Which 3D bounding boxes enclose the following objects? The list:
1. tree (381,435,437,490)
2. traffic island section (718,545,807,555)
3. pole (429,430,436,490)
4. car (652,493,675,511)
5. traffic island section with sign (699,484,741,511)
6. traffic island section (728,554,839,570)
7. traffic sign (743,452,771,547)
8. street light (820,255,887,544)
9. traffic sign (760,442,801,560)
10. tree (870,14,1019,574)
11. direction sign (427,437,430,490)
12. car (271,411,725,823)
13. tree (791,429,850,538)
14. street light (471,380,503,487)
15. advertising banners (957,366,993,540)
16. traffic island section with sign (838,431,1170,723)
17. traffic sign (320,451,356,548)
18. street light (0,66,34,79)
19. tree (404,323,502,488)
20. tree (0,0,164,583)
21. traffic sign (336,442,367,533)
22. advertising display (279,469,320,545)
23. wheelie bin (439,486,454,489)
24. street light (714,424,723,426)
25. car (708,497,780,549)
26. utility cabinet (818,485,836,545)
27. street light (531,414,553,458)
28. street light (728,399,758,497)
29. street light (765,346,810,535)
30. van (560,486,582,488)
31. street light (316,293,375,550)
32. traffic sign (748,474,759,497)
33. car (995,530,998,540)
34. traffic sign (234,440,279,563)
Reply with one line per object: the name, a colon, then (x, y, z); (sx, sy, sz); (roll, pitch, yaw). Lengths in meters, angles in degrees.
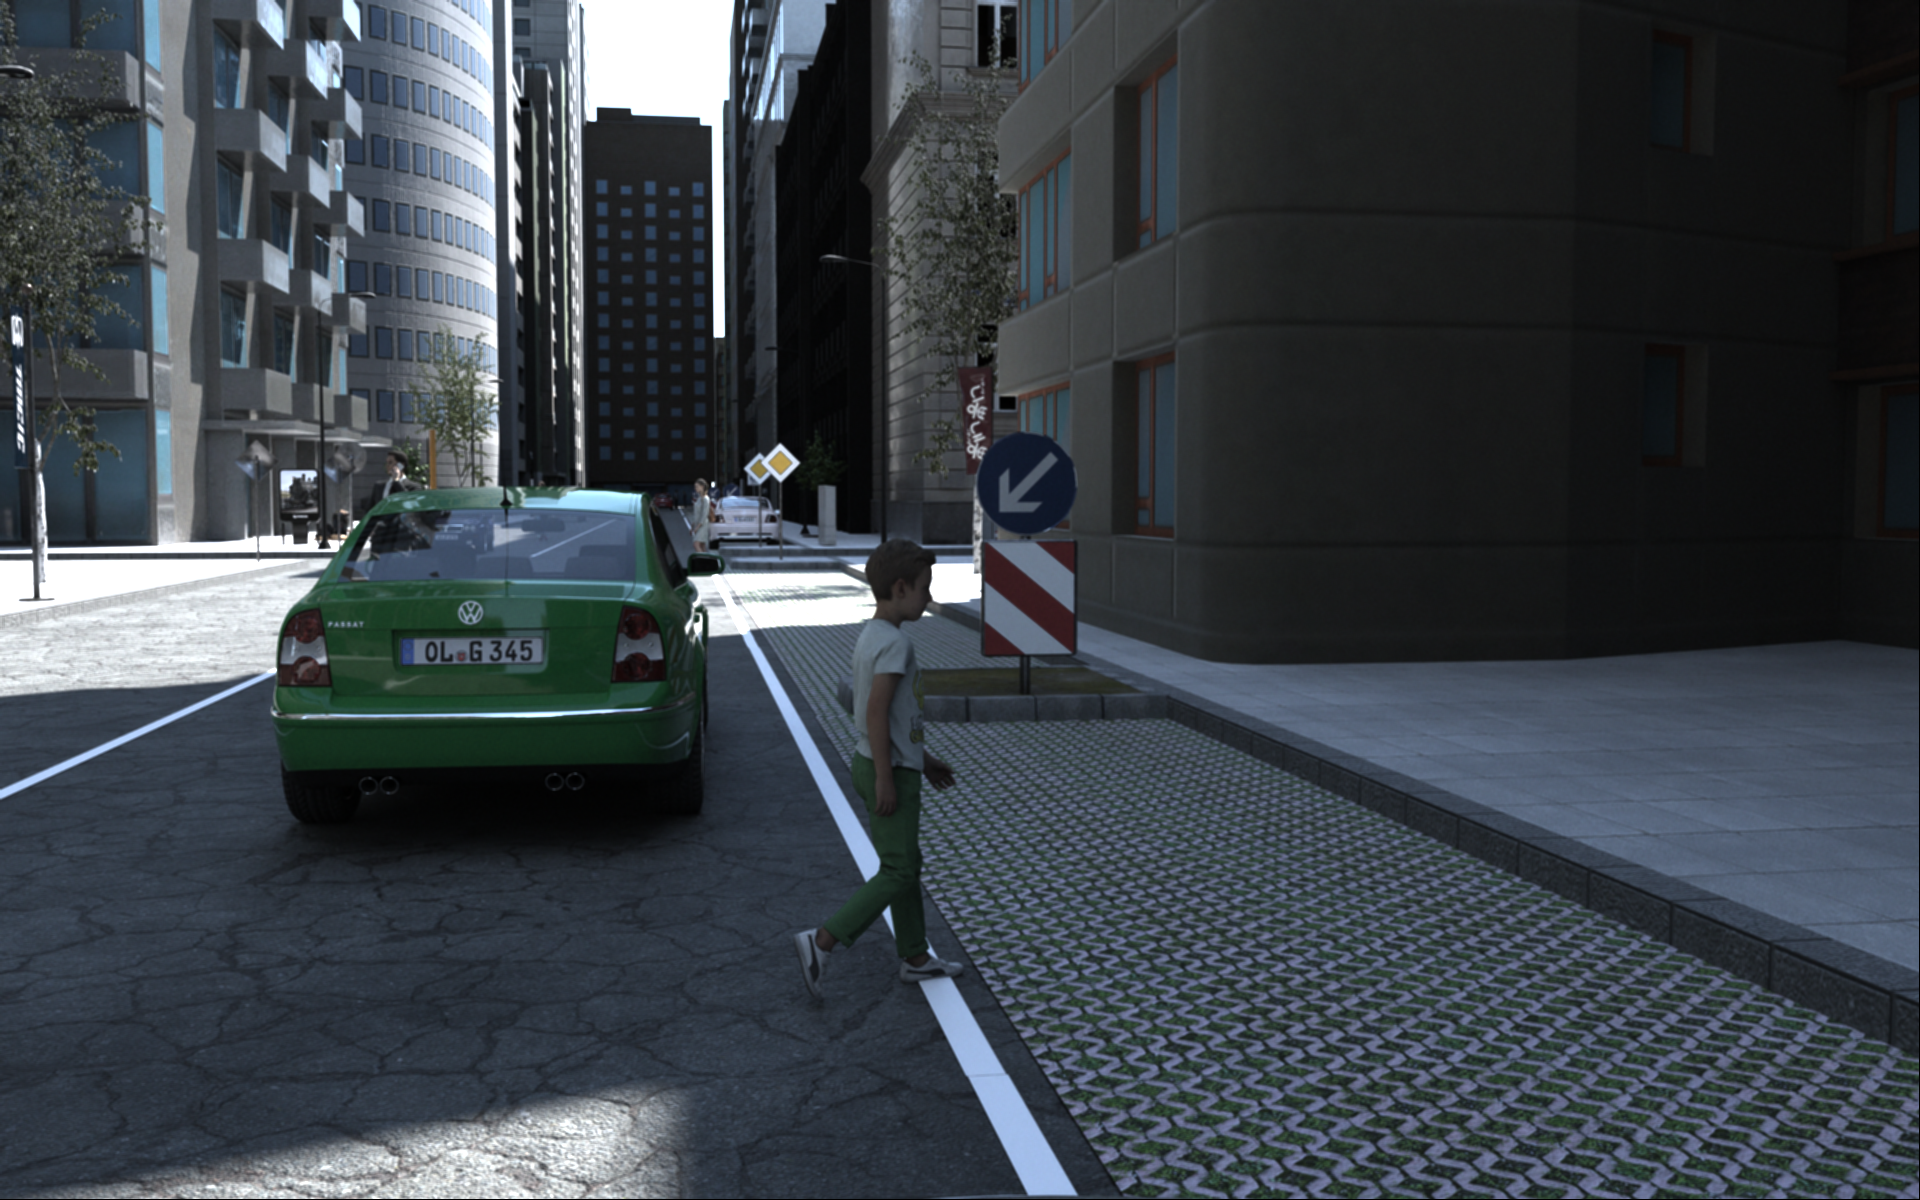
tree: (-18.038, -3.814, 56.958); (1.663, 3.219, 1.824); (0, 3, 0)
traffic island section: (-4.787, -1.189, 41.728); (2.009, 0.180, 2.903); (-1, 4, -9)
pole: (-16.698, -3.734, 54.896); (0.158, 3.312, 0.155); (0, 3, 0)
car: (-26.114, -8.759, 152.255); (2.155, 1.783, 4.494); (-1, 4, -8)
traffic island section with sign: (-8.870, -3.531, 66.358); (1.989, 1.847, 2.006); (-1, 4, -9)
traffic island section: (-3.477, -0.708, 33.851); (2.009, 0.180, 2.903); (-1, 4, -9)
traffic sign: (-4.809, -2.324, 41.647); (0.795, 2.450, 0.064); (-1, 4, -9)
street light: (-2.033, -3.757, 33.964); (1.470, 5.913, 1.316); (-1, 4, -9)
traffic sign: (-3.499, -1.843, 33.770); (0.795, 2.450, 0.064); (-1, 4, -9)
tree: (0.414, -4.731, 27.711); (4.360, 8.622, 3.978); (0, 3, 0)
direction sign: (-21.288, -4.732, 69.372); (0.379, 3.537, 0.876); (-1, 4, -16)
car: (-2.211, -0.013, 9.003); (1.959, 1.807, 4.718); (0, 4, -8)
tree: (-4.330, -3.482, 51.529); (1.663, 3.219, 1.824); (0, 3, 0)
street light: (-19.239, -5.984, 70.376); (1.470, 5.913, 1.316); (-1, 4, -9)
advertising banners: (0.919, -1.670, 23.489); (2.074, 3.025, 0.090); (2, 4, 23)
traffic island section with sign: (0.199, -0.191, 11.755); (1.989, 1.847, 2.006); (-1, 4, -9)
traffic sign: (-14.376, -2.229, 40.083); (0.795, 2.450, 0.064); (-1, 4, -9)
street light: (-10.757, -2.834, 18.880); (1.470, 5.913, 1.316); (-1, 4, -9)
tree: (-21.440, -7.558, 73.929); (4.737, 8.622, 4.395); (0, 3, 0)
tree: (-13.266, -4.533, 24.474); (4.360, 8.622, 3.978); (0, 3, 0)
traffic sign: (-14.840, -2.575, 42.211); (0.768, 2.556, 0.104); (0, 4, -3)
advertising display: (-16.797, -2.377, 44.071); (0.974, 1.923, 0.123); (0, 4, -7)
wheelie bin: (-21.264, -3.898, 71.641); (0.980, 1.594, 0.693); (-3, 4, -39)
street light: (-15.678, -8.736, 115.367); (1.470, 5.913, 1.316); (-1, 4, -9)
car: (-5.764, -2.065, 46.123); (2.083, 1.381, 4.827); (0, 4, -8)
utility cabinet: (-3.314, -2.120, 43.336); (0.318, 1.500, 1.173); (-1, 4, -12)
street light: (-24.404, -7.861, 101.072); (1.470, 5.913, 1.316); (-1, 4, -9)
street light: (-10.543, -6.893, 85.247); (1.470, 5.913, 1.316); (-1, 4, -9)
street light: (-5.453, -5.026, 54.722); (1.470, 5.913, 1.316); (-1, 4, -9)
van: (-20.288, -5.053, 89.628); (2.013, 2.044, 4.112); (-1, 4, -8)
street light: (-14.191, -4.129, 40.050); (1.470, 5.913, 1.316); (-1, 4, -9)
traffic sign: (-9.923, -4.969, 83.376); (0.606, 2.300, 0.079); (0, 4, -5)
car: (3.017, -1.894, 39.999); (4.494, 1.783, 2.155); (-1, 4, -9)
traffic sign: (-13.066, -1.747, 32.206); (0.795, 2.450, 0.064); (-1, 4, -9)
